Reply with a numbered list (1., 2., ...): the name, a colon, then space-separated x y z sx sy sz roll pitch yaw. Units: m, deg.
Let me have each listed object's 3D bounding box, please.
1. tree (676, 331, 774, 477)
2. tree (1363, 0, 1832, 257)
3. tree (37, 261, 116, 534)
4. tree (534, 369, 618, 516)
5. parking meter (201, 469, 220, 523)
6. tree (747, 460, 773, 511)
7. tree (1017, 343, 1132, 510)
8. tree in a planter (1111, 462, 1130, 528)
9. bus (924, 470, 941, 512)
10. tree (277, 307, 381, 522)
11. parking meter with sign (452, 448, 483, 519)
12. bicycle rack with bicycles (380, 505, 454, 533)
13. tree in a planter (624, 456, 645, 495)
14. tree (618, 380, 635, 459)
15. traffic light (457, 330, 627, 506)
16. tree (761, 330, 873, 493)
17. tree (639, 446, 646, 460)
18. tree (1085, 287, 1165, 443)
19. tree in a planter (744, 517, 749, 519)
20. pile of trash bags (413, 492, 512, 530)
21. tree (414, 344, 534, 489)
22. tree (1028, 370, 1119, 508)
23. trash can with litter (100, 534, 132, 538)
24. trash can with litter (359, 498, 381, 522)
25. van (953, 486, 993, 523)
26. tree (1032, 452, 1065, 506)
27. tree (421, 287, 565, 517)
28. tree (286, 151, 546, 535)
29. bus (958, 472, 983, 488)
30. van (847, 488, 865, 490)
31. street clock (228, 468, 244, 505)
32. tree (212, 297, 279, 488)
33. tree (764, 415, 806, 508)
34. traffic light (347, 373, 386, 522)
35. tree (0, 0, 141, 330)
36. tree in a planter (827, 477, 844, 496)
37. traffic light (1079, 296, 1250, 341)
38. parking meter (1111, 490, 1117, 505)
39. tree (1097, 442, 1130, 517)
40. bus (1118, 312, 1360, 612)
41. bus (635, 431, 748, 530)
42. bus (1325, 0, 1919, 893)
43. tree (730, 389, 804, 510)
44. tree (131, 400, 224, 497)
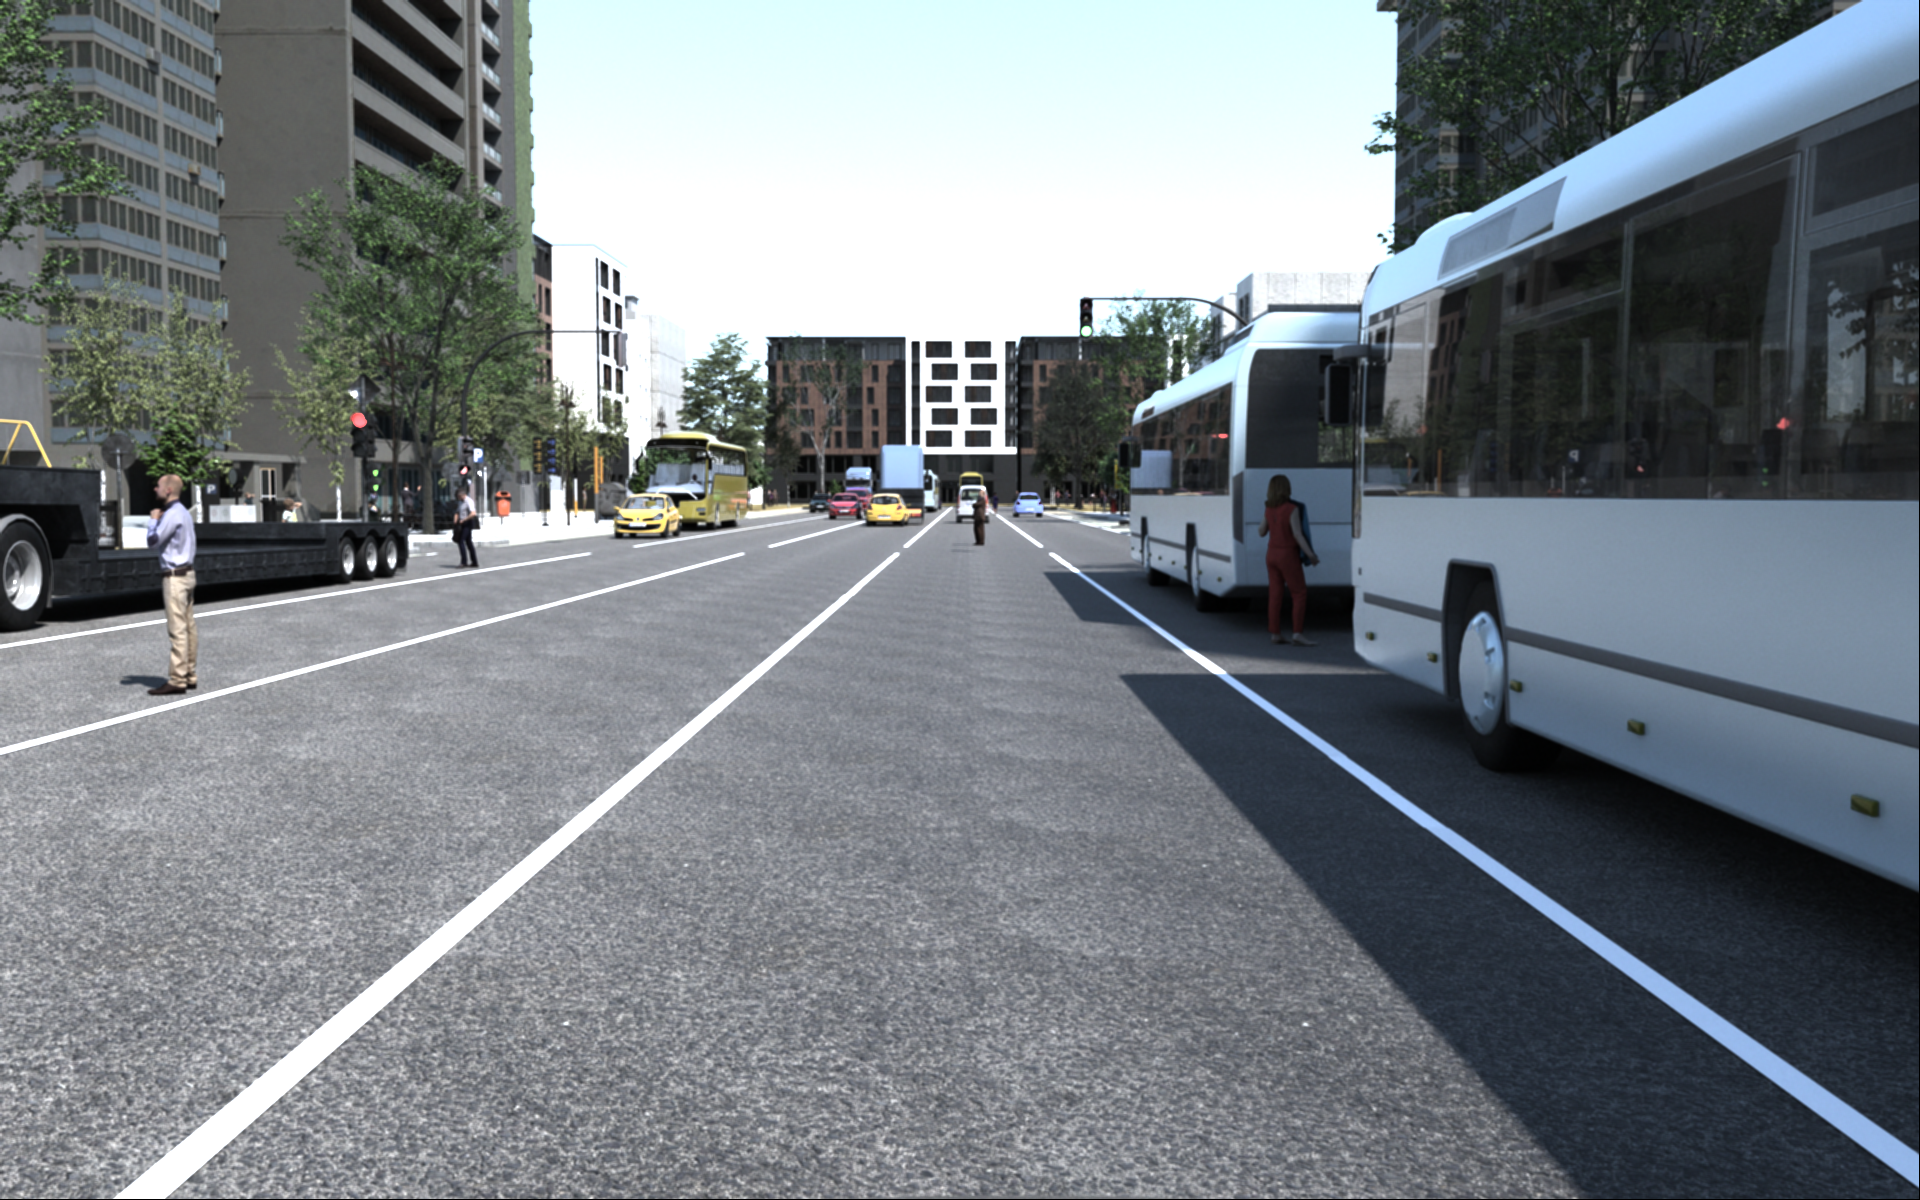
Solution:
1. tree: -16.418 -12.387 120.651 7.486 12.596 7.792 0 3 0
2. tree: 10.063 -6.148 26.272 9.928 11.665 9.643 0 3 0
3. tree: -27.415 -6.427 55.442 4.737 8.622 4.395 0 3 0
4. tree: -23.496 -9.270 101.925 4.737 8.622 4.395 0 3 0
5. parking meter: -17.312 -2.098 40.017 0.399 1.863 0.255 -2 4 -25
6. tree: -16.214 -9.173 133.685 4.285 4.588 4.351 0 3 0
7. tree: 9.700 -14.115 141.157 12.009 13.543 11.850 0 3 0
8. tree in a planter: 7.375 -4.619 72.741 1.991 3.239 1.994 0 4 0
9. bus: -3.154 -8.881 140.072 2.948 3.499 13.247 0 4 1
10. tree: -24.391 -7.142 67.128 4.737 8.622 4.395 0 3 0
11. parking meter with sign: -19.046 -4.282 66.272 1.738 3.016 0.543 2 4 30
12. bicycle rack with bicycles: -18.008 -2.656 56.807 2.925 0.926 2.852 -3 4 -36
13. tree in a planter: -13.355 -4.624 72.820 1.991 3.239 1.994 0 4 0
14. tree: -22.761 -9.840 111.242 4.737 8.622 4.395 0 3 0
15. traffic light: -11.657 -4.495 48.158 4.771 5.953 1.251 0 4 0
16. tree: -16.821 -21.047 200.010 12.611 20.169 13.585 0 3 0
17. tree: -16.417 -6.885 96.288 4.285 4.588 4.351 0 3 0
18. tree: 10.061 -9.835 86.555 9.928 11.665 9.643 0 3 0
19. tree in a planter: -13.237 -6.272 99.764 1.991 3.239 1.994 0 4 0
20. pile of trash bags: -17.865 -3.223 62.450 3.447 1.369 1.912 -2 4 -33
21. tree: -24.310 -8.215 84.671 4.737 8.622 4.395 0 3 0
22. tree: 10.690 -14.717 157.637 9.611 12.733 9.660 0 3 0
23. trash can with litter: -25.611 -2.454 51.181 2.233 1.210 1.678 1 4 14
24. trash can with litter: -16.937 -2.300 48.993 1.055 1.170 0.624 0 4 -1
25. van: 0.652 -4.860 86.479 2.013 2.044 4.112 0 4 1
26. tree: 10.620 -15.292 200.378 4.360 8.622 3.978 0 3 0
27. tree: -25.500 -10.789 94.528 7.486 12.596 7.792 0 3 0
28. tree: -16.767 -7.837 53.883 9.928 11.665 9.643 0 3 0
29. bus: 1.218 -12.420 194.616 2.896 3.916 12.252 0 3 0
30. van: -10.074 -9.983 167.605 2.240 2.365 5.245 0 4 0
31. street clock: -20.251 -2.687 48.507 0.471 2.002 0.358 3 4 38
32. tree: -26.800 -6.752 60.752 4.737 8.622 4.395 0 3 0
33. tree: -16.008 -12.810 159.813 4.360 8.622 3.978 0 3 0
34. traffic light: -13.784 -3.133 40.147 0.839 4.253 0.868 0 4 0
35. tree: -16.829 -6.208 27.255 9.928 11.665 9.643 0 3 0
36. tree in a planter: -12.896 -11.064 178.123 1.991 3.239 1.994 0 4 0
37. traffic light: 5.105 -3.992 39.941 4.771 5.953 1.251 0 4 0
38. parking meter: 10.916 -6.996 122.791 0.372 1.533 0.369 0 3 0
39. tree: 10.393 -7.759 110.568 4.285 4.588 4.351 0 3 0
40. bus: 4.124 -1.793 24.179 2.948 3.499 13.247 0 4 1
41. bus: -10.799 -4.892 71.534 2.896 3.916 12.252 0 4 0
42. bus: 3.931 -0.689 6.120 2.948 3.499 13.247 0 3 0
43. tree: -16.529 -12.769 143.191 7.601 10.594 8.767 -3 5 -44
44. tree: -16.095 -2.520 35.811 1.663 3.219 1.824 0 3 0
